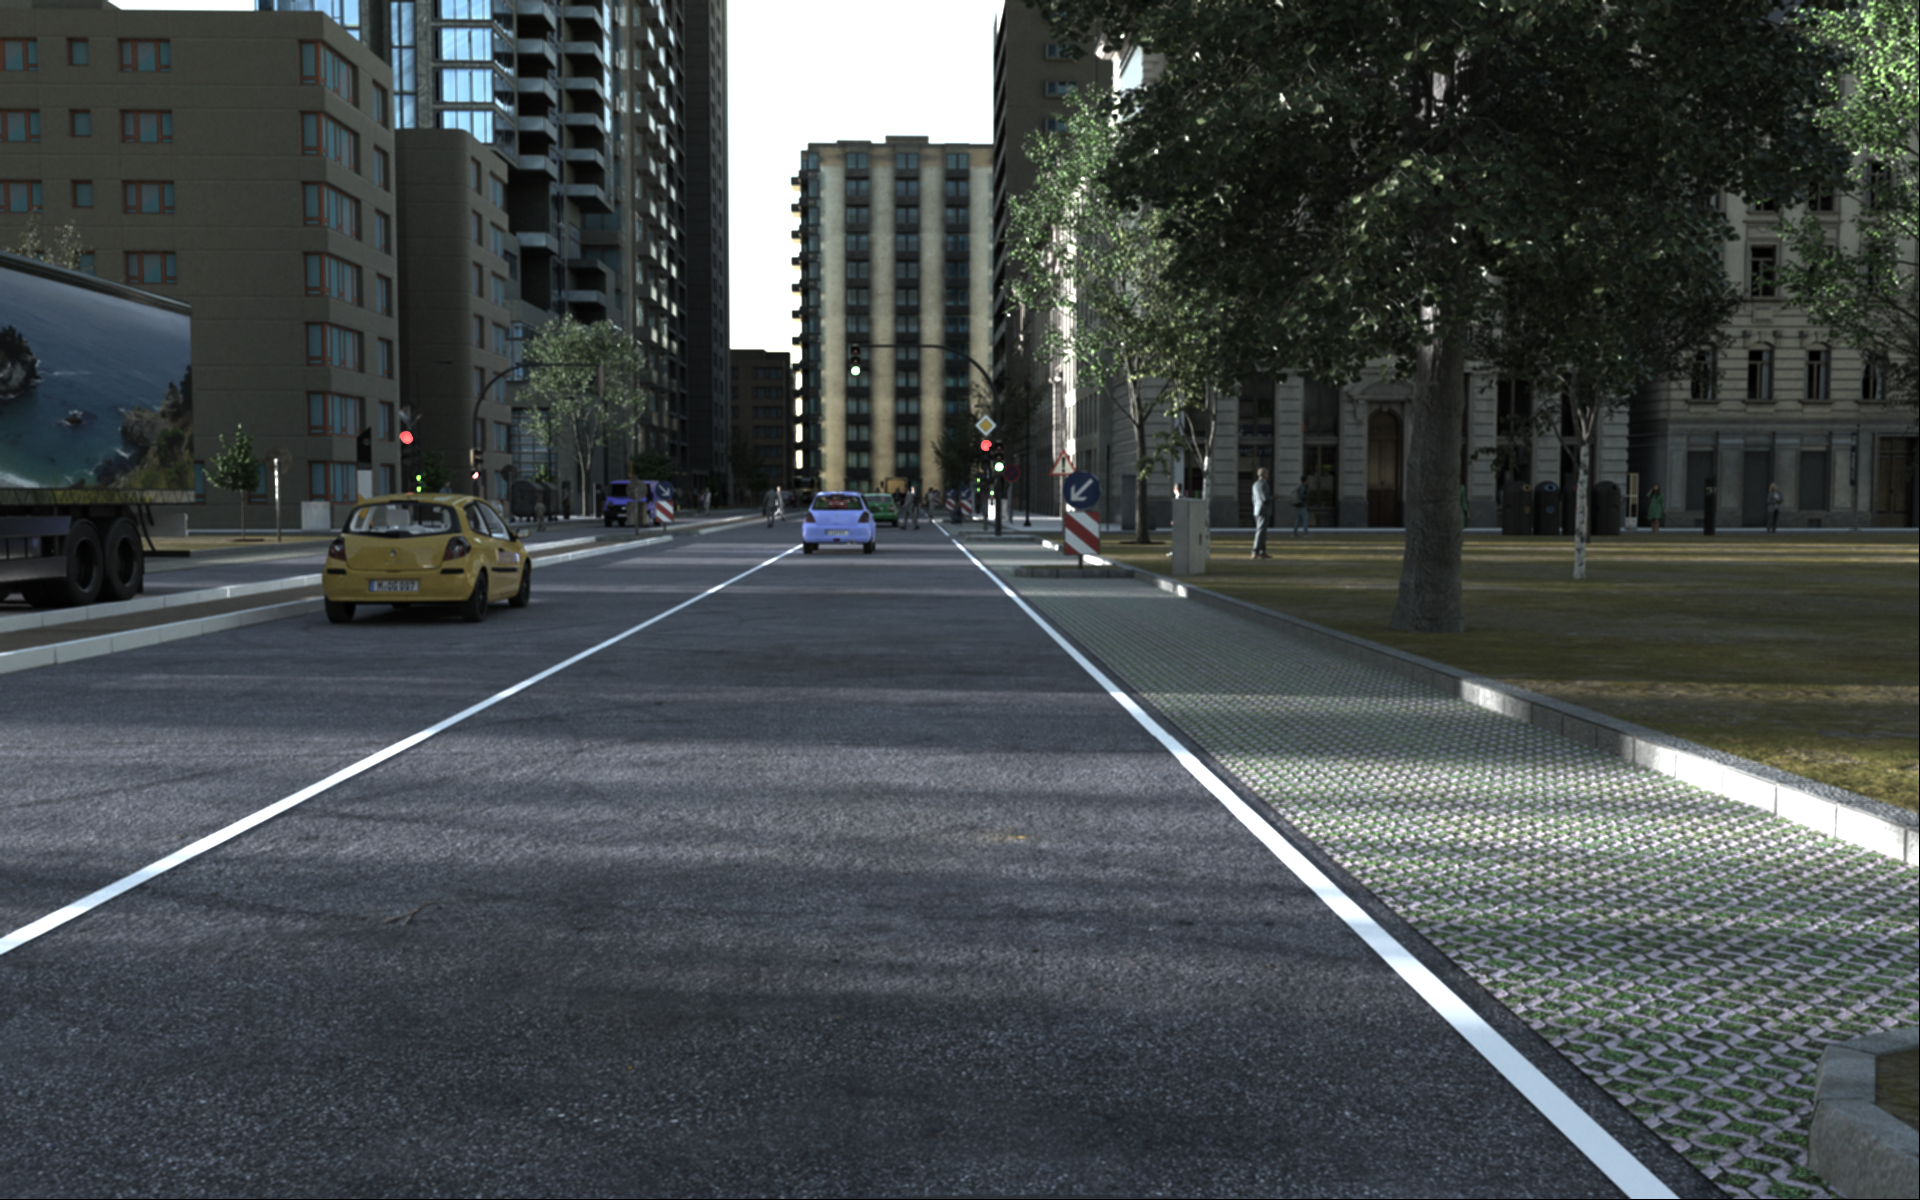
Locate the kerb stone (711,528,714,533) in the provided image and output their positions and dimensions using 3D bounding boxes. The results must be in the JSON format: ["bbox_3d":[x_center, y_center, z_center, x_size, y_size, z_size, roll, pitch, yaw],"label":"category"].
[{"bbox_3d":[-9.280,-2.547,63.837,0.120,0.150,1.000,0,4,-2],"label":"kerb stone"}]

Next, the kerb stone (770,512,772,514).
[{"bbox_3d":[-13.159,-5.925,119.078,0.120,0.150,1.000,0,4,-2],"label":"kerb stone"}]

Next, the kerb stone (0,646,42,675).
[{"bbox_3d":[-7.682,0.495,14.105,0.120,0.150,1.000,0,4,-2],"label":"kerb stone"}]

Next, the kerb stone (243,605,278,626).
[{"bbox_3d":[-7.844,0.182,19.220,0.120,0.150,1.000,0,4,-2],"label":"kerb stone"}]

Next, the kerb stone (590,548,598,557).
[{"bbox_3d":[-8.504,-1.071,39.705,0.120,0.150,1.000,0,4,-2],"label":"kerb stone"}]

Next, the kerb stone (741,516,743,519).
[{"bbox_3d":[-12.468,-4.610,97.569,0.120,0.150,1.000,0,4,-2],"label":"kerb stone"}]

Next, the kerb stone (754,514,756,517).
[{"bbox_3d":[-12.734,-5.112,105.768,0.120,0.150,1.000,0,4,-2],"label":"kerb stone"}]

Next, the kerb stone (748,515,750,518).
[{"bbox_3d":[-12.605,-4.858,101.668,0.120,0.150,1.000,0,4,-2],"label":"kerb stone"}]

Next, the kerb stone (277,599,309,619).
[{"bbox_3d":[-7.874,0.119,20.247,0.120,0.150,1.000,0,4,-2],"label":"kerb stone"}]

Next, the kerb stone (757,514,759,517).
[{"bbox_3d":[-12.799,-5.237,107.825,0.120,0.150,1.000,0,4,-2],"label":"kerb stone"}]

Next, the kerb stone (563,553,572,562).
[{"bbox_3d":[-8.407,-0.879,36.622,0.120,0.150,1.000,0,4,-2],"label":"kerb stone"}]

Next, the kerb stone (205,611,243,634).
[{"bbox_3d":[-7.812,0.248,18.198,0.120,0.150,1.000,0,4,-2],"label":"kerb stone"}]

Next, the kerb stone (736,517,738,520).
[{"bbox_3d":[-12.374,-4.421,94.502,0.120,0.150,1.000,0,4,-2],"label":"kerb stone"}]

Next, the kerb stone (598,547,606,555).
[{"bbox_3d":[-8.532,-1.135,40.745,0.120,0.150,1.000,0,4,-2],"label":"kerb stone"}]

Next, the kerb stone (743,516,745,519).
[{"bbox_3d":[-12.507,-4.671,98.591,0.120,0.150,1.000,0,4,-2],"label":"kerb stone"}]

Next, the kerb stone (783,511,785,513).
[{"bbox_3d":[-13.562,-6.676,131.347,0.120,0.150,1.000,0,4,-2],"label":"kerb stone"}]

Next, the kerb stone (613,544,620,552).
[{"bbox_3d":[-8.598,-1.257,42.788,0.120,0.150,1.000,0,4,-2],"label":"kerb stone"}]

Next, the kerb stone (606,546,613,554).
[{"bbox_3d":[-8.570,-1.196,41.766,0.120,0.150,1.000,0,4,-2],"label":"kerb stone"}]

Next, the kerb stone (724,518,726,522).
[{"bbox_3d":[-12.171,-4.046,88.346,0.120,0.150,1.000,0,4,-2],"label":"kerb stone"}]

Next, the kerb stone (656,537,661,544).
[{"bbox_3d":[-8.832,-1.700,49.983,0.120,0.150,1.000,0,4,-2],"label":"kerb stone"}]

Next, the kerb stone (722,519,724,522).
[{"bbox_3d":[-12.137,-3.976,87.325,0.120,0.150,1.000,0,4,-2],"label":"kerb stone"}]

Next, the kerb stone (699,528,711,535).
[{"bbox_3d":[-9.252,-2.483,62.799,0.120,0.150,1.000,0,4,-2],"label":"kerb stone"}]

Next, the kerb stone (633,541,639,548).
[{"bbox_3d":[-8.703,-1.447,45.879,0.120,0.150,1.000,0,4,-2],"label":"kerb stone"}]

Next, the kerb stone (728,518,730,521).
[{"bbox_3d":[-12.233,-4.172,90.410,0.120,0.150,1.000,0,4,-2],"label":"kerb stone"}]

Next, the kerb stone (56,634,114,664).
[{"bbox_3d":[-7.704,0.433,15.129,0.120,0.150,1.000,0,4,-2],"label":"kerb stone"}]

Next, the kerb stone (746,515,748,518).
[{"bbox_3d":[-12.563,-4.798,100.639,0.120,0.150,1.000,0,4,-2],"label":"kerb stone"}]

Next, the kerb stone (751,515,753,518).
[{"bbox_3d":[-12.668,-4.986,103.725,0.120,0.150,1.000,0,4,-2],"label":"kerb stone"}]

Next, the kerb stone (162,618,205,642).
[{"bbox_3d":[-7.776,0.308,17.171,0.120,0.150,1.000,0,4,-2],"label":"kerb stone"}]

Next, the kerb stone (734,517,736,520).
[{"bbox_3d":[-12.335,-4.360,93.480,0.120,0.150,1.000,0,4,-2],"label":"kerb stone"}]

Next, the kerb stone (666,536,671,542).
[{"bbox_3d":[-8.895,-1.817,52.030,0.120,0.150,1.000,0,4,-2],"label":"kerb stone"}]

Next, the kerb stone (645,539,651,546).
[{"bbox_3d":[-8.770,-1.574,47.935,0.120,0.150,1.000,0,4,-2],"label":"kerb stone"}]

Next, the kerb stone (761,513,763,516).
[{"bbox_3d":[-12.898,-5.425,110.897,0.120,0.150,1.000,0,4,-2],"label":"kerb stone"}]

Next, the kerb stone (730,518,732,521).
[{"bbox_3d":[-12.279,-4.235,91.431,0.120,0.150,1.000,0,4,-2],"label":"kerb stone"}]

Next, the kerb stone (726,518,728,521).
[{"bbox_3d":[-12.209,-4.108,89.371,0.120,0.150,1.000,0,4,-2],"label":"kerb stone"}]

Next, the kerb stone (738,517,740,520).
[{"bbox_3d":[-12.405,-4.485,95.525,0.120,0.150,1.000,0,4,-2],"label":"kerb stone"}]

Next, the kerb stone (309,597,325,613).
[{"bbox_3d":[-7.904,0.062,21.269,0.120,0.150,1.000,0,4,-2],"label":"kerb stone"}]

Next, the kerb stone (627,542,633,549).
[{"bbox_3d":[-8.672,-1.378,44.846,0.120,0.150,1.000,0,4,-2],"label":"kerb stone"}]

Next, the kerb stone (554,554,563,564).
[{"bbox_3d":[-8.374,-0.820,35.600,0.120,0.150,1.000,0,4,-2],"label":"kerb stone"}]

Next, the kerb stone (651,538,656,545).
[{"bbox_3d":[-8.794,-1.636,48.961,0.120,0.150,1.000,0,4,-2],"label":"kerb stone"}]

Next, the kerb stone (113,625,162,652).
[{"bbox_3d":[-7.738,0.370,16.150,0.120,0.150,1.000,0,4,-2],"label":"kerb stone"}]

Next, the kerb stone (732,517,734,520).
[{"bbox_3d":[-12.304,-4.292,92.458,0.120,0.150,1.000,0,4,-2],"label":"kerb stone"}]

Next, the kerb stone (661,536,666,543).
[{"bbox_3d":[-8.869,-1.762,51.008,0.120,0.150,1.000,0,4,-2],"label":"kerb stone"}]

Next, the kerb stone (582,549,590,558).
[{"bbox_3d":[-8.467,-1.007,38.673,0.120,0.150,1.000,0,4,-2],"label":"kerb stone"}]

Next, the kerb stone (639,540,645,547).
[{"bbox_3d":[-8.737,-1.512,46.909,0.120,0.150,1.000,0,4,-2],"label":"kerb stone"}]

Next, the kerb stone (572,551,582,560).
[{"bbox_3d":[-8.433,-0.945,37.648,0.120,0.150,1.000,0,4,-2],"label":"kerb stone"}]

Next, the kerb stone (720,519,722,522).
[{"bbox_3d":[-12.104,-3.921,86.303,0.120,0.150,1.000,0,4,-2],"label":"kerb stone"}]

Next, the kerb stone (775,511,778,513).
[{"bbox_3d":[-13.327,-6.238,124.187,0.120,0.150,1.000,0,4,-2],"label":"kerb stone"}]

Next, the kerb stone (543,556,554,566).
[{"bbox_3d":[-8.329,-0.757,34.579,0.120,0.150,1.000,0,4,-2],"label":"kerb stone"}]

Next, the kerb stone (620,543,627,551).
[{"bbox_3d":[-8.630,-1.322,43.813,0.120,0.150,1.000,0,4,-2],"label":"kerb stone"}]

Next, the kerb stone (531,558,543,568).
[{"bbox_3d":[-8.301,-0.695,33.551,0.120,0.150,1.000,0,4,-2],"label":"kerb stone"}]
